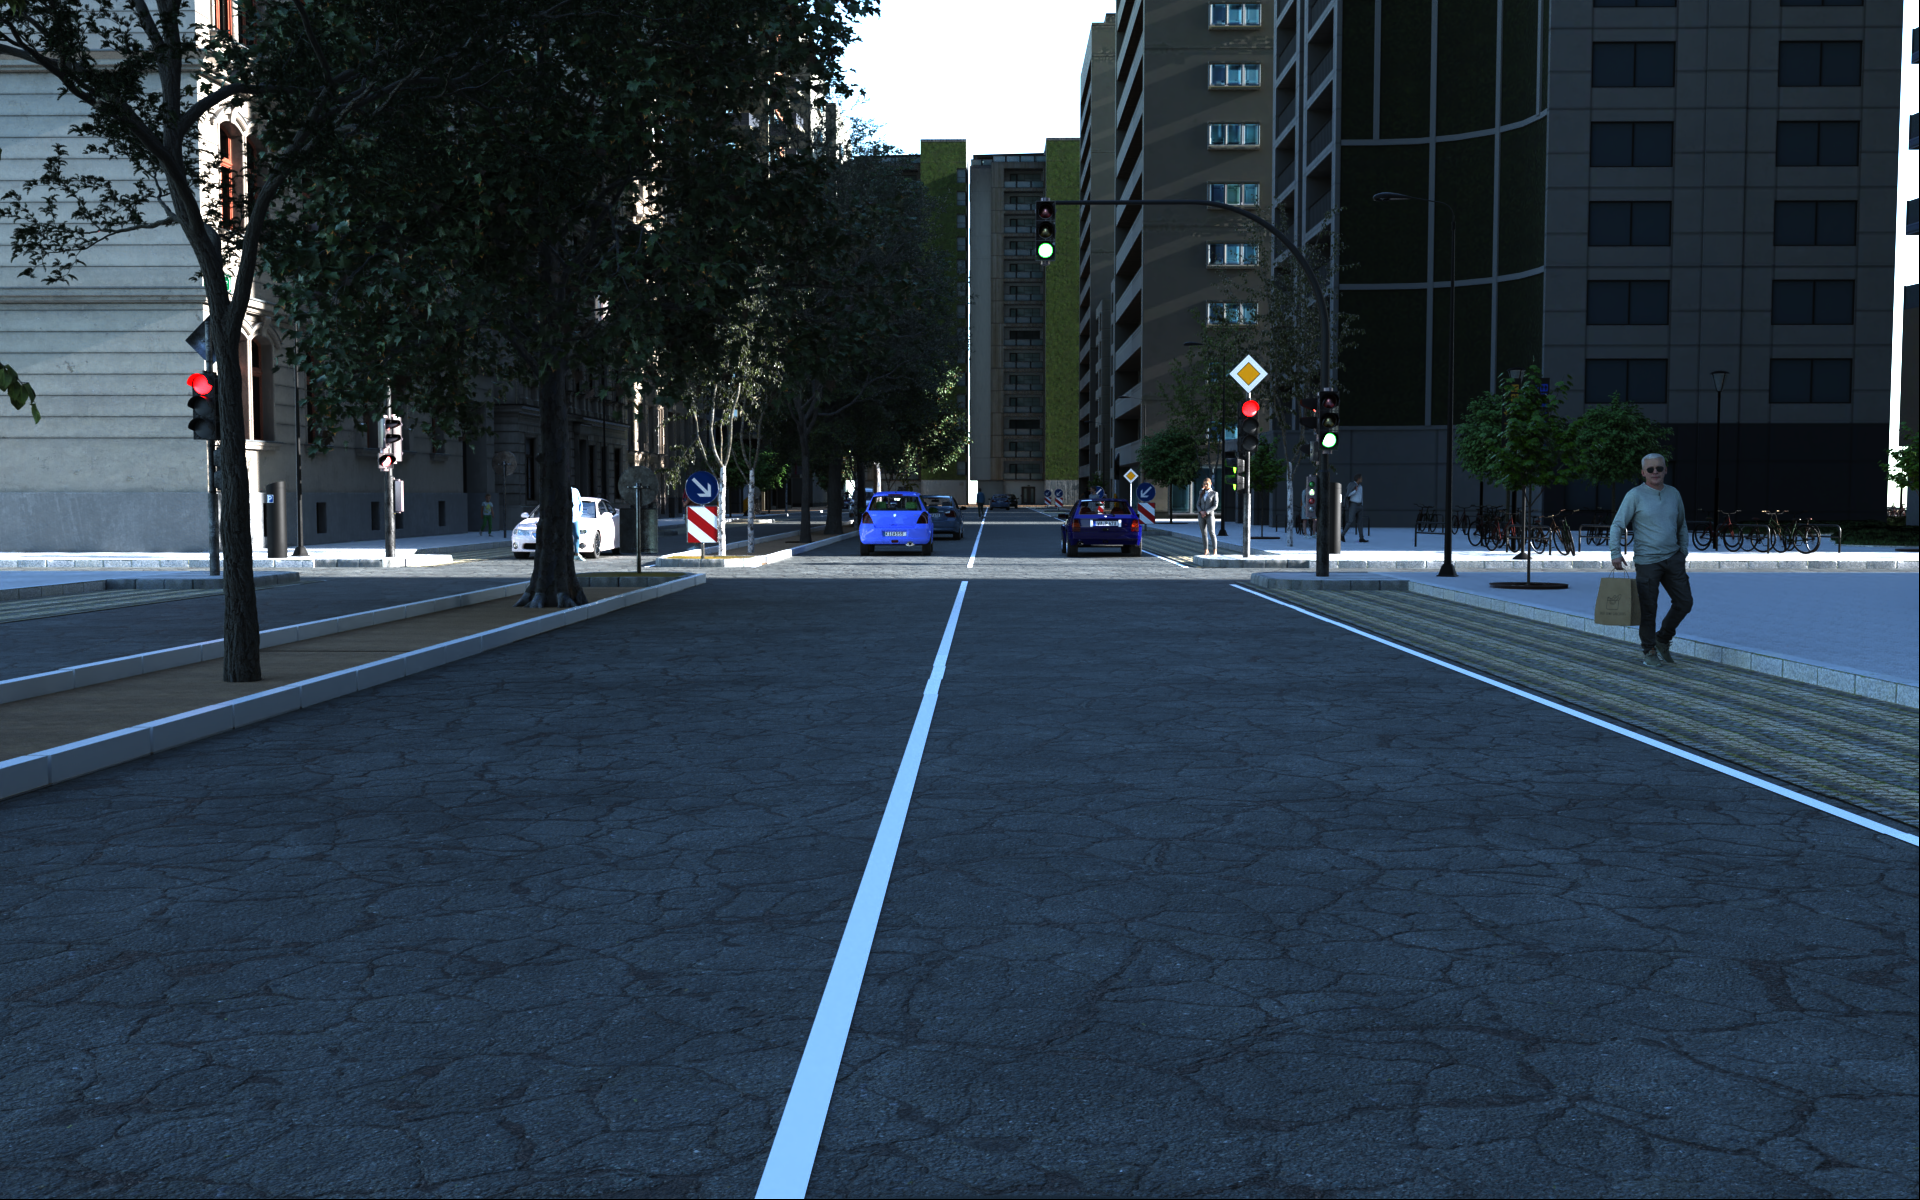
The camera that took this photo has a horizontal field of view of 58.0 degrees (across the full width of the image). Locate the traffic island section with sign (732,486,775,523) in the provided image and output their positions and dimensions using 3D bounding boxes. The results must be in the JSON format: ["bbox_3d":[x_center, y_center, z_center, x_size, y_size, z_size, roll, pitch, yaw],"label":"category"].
[{"bbox_3d":[-10.358,-4.808,87.243,1.989,1.847,2.006,0,4,1],"label":"traffic island section with sign"}]

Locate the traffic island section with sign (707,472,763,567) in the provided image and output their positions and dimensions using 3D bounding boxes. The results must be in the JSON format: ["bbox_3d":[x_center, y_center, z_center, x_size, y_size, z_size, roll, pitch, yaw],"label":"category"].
[{"bbox_3d":[-5.077,-1.634,34.854,2.006,1.907,1.989,0,4,1],"label":"traffic island section with sign"}]

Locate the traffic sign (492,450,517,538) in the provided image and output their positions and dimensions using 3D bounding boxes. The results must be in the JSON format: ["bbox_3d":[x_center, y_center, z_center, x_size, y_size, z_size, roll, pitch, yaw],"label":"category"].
[{"bbox_3d":[-13.316,-3.089,50.618,0.768,2.556,0.104,0,4,5],"label":"traffic sign"}]

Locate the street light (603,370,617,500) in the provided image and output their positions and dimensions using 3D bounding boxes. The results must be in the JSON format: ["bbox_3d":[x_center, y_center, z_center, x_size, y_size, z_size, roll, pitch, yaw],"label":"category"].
[{"bbox_3d":[-12.554,-5.579,63.766,1.470,5.913,1.316,0,4,1],"label":"street light"}]

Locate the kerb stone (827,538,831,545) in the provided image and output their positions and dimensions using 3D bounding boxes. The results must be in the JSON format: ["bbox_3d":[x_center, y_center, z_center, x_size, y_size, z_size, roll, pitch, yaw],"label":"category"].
[{"bbox_3d":[-3.786,-1.611,48.529,0.120,0.150,1.000,0,4,1],"label":"kerb stone"}]

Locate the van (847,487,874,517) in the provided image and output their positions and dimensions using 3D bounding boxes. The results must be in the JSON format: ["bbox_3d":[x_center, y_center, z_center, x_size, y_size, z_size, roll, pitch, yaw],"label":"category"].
[{"bbox_3d":[-5.976,-6.179,108.044,2.013,2.044,4.112,0,4,2],"label":"van"}]

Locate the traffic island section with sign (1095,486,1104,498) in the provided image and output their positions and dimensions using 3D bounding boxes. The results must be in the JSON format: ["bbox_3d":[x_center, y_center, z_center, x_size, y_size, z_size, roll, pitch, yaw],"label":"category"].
[{"bbox_3d":[6.761,-4.794,87.011,1.989,1.847,2.006,0,4,1],"label":"traffic island section with sign"}]

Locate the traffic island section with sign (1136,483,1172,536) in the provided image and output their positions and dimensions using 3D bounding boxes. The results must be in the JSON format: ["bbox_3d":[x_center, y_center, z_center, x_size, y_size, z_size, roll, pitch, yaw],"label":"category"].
[{"bbox_3d":[6.273,-3.146,60.060,1.989,1.847,2.006,0,4,1],"label":"traffic island section with sign"}]

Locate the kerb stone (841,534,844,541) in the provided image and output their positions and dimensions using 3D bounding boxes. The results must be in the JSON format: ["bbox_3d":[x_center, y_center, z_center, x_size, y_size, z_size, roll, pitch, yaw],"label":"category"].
[{"bbox_3d":[-3.714,-1.861,52.635,0.120,0.150,1.000,0,4,1],"label":"kerb stone"}]

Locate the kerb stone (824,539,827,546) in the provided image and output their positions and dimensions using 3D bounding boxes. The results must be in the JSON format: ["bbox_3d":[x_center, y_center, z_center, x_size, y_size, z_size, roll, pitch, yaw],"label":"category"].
[{"bbox_3d":[-3.811,-1.548,47.498,0.120,0.150,1.000,0,4,1],"label":"kerb stone"}]

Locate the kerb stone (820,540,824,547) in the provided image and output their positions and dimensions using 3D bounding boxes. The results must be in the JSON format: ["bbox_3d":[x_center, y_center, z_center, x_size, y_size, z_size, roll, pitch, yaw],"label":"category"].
[{"bbox_3d":[-3.835,-1.485,46.476,0.120,0.150,1.000,0,4,1],"label":"kerb stone"}]

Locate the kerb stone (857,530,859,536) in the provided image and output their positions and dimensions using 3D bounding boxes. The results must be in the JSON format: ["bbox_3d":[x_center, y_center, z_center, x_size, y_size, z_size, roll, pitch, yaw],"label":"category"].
[{"bbox_3d":[-3.609,-2.236,58.794,0.120,0.150,1.000,0,4,1],"label":"kerb stone"}]

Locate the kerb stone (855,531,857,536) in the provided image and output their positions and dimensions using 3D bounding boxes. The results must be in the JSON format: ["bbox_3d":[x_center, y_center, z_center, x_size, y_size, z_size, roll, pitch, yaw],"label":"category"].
[{"bbox_3d":[-3.628,-2.173,57.765,0.120,0.150,1.000,0,4,1],"label":"kerb stone"}]

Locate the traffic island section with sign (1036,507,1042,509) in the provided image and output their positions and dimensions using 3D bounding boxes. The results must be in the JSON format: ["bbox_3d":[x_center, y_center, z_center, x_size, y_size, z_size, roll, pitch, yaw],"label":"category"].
[{"bbox_3d":[8.157,-9.484,163.684,1.989,1.847,2.006,0,4,1],"label":"traffic island section with sign"}]

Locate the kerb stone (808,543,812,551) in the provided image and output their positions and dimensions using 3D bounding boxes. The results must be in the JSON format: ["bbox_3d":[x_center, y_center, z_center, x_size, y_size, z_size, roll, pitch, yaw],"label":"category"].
[{"bbox_3d":[-3.883,-1.297,43.399,0.120,0.150,1.000,0,4,1],"label":"kerb stone"}]

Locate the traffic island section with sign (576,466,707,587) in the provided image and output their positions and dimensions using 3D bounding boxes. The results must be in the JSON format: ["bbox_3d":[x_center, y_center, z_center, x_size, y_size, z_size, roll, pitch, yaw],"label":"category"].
[{"bbox_3d":[-5.222,-1.181,27.449,2.006,1.907,1.989,0,4,1],"label":"traffic island section with sign"}]

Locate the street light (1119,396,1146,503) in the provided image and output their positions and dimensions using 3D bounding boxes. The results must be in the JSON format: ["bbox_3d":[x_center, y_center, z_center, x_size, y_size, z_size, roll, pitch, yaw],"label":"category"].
[{"bbox_3d":[8.196,-6.693,81.979,1.470,5.913,1.316,0,4,1],"label":"street light"}]

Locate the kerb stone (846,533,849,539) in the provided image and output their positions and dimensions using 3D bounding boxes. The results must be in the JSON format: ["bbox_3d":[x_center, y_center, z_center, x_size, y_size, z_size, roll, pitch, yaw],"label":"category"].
[{"bbox_3d":[-3.680,-1.987,54.687,0.120,0.150,1.000,0,4,1],"label":"kerb stone"}]

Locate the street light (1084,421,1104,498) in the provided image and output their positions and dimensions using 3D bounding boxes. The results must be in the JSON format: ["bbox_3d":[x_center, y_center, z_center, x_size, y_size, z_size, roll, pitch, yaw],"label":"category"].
[{"bbox_3d":[8.591,-8.407,109.990,1.470,5.913,1.316,0,4,1],"label":"street light"}]

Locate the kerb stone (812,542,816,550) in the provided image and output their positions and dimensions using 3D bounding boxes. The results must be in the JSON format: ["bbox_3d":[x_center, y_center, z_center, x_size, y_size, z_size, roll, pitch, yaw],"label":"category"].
[{"bbox_3d":[-3.867,-1.359,44.421,0.120,0.150,1.000,0,4,1],"label":"kerb stone"}]

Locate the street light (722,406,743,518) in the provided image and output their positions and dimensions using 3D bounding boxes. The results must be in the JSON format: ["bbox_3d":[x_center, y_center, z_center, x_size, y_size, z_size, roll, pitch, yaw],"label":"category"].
[{"bbox_3d":[-12.011,-7.293,91.774,1.470,5.913,1.316,0,4,1],"label":"street light"}]

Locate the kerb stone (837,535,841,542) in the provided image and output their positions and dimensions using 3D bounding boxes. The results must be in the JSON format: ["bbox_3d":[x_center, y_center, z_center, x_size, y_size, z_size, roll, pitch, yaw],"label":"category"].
[{"bbox_3d":[-3.740,-1.799,51.607,0.120,0.150,1.000,0,4,1],"label":"kerb stone"}]

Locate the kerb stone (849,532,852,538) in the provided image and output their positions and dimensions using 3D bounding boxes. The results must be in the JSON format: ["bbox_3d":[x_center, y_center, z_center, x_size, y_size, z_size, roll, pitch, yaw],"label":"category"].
[{"bbox_3d":[-3.656,-2.049,55.709,0.120,0.150,1.000,0,4,1],"label":"kerb stone"}]

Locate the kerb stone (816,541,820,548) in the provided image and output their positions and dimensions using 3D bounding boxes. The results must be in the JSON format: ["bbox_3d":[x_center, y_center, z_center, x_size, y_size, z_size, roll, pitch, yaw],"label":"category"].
[{"bbox_3d":[-3.855,-1.423,45.454,0.120,0.150,1.000,0,4,1],"label":"kerb stone"}]

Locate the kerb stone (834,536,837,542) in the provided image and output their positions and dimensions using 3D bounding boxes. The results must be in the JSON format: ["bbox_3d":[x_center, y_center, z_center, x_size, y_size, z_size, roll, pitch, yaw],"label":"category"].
[{"bbox_3d":[-3.764,-1.736,50.576,0.120,0.150,1.000,0,4,1],"label":"kerb stone"}]

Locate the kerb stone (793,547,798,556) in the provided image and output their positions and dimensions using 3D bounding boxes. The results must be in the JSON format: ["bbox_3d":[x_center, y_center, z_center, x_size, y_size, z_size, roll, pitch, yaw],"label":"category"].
[{"bbox_3d":[-3.943,-1.109,40.321,0.120,0.150,1.000,0,4,1],"label":"kerb stone"}]

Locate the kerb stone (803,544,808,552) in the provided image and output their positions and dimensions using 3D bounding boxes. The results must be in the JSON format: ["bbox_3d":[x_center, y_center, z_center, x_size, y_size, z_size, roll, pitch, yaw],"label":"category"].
[{"bbox_3d":[-3.904,-1.234,42.377,0.120,0.150,1.000,0,4,1],"label":"kerb stone"}]

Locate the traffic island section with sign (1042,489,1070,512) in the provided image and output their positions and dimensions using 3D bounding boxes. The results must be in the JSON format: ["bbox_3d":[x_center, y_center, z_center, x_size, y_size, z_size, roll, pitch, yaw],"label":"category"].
[{"bbox_3d":[7.665,-7.835,136.734,1.989,1.847,2.006,0,4,1],"label":"traffic island section with sign"}]

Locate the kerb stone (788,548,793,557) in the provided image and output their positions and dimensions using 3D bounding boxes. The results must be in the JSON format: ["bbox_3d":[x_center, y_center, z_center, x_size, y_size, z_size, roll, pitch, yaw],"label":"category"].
[{"bbox_3d":[-3.966,-1.046,39.296,0.120,0.150,1.000,0,4,1],"label":"kerb stone"}]

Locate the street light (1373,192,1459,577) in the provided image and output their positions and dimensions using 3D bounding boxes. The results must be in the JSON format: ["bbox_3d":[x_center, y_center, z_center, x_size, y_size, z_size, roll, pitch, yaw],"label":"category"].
[{"bbox_3d":[7.058,-3.321,26.832,1.470,5.913,1.316,0,4,1],"label":"street light"}]

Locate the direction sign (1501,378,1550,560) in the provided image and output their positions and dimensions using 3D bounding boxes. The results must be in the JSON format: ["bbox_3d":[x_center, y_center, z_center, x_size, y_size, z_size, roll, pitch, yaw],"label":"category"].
[{"bbox_3d":[11.046,-2.563,33.897,0.876,3.537,0.379,1,4,16],"label":"direction sign"}]

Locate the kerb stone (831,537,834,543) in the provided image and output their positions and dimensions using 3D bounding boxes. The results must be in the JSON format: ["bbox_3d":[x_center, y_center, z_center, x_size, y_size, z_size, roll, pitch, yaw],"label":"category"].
[{"bbox_3d":[-3.770,-1.673,49.551,0.120,0.150,1.000,0,4,1],"label":"kerb stone"}]

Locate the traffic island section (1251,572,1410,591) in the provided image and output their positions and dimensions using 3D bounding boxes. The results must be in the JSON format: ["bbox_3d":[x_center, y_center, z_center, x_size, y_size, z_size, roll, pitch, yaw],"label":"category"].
[{"bbox_3d":[5.663,-0.289,27.012,2.009,0.180,2.903,0,4,1],"label":"traffic island section"}]

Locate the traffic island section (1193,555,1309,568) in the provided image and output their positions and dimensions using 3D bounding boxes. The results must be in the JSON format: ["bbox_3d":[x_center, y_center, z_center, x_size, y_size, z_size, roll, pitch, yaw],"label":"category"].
[{"bbox_3d":[5.809,-0.778,34.996,2.009,0.180,2.903,0,4,1],"label":"traffic island section"}]

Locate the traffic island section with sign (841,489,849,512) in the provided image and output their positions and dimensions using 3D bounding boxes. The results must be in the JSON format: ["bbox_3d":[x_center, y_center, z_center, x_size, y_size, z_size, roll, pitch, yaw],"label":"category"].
[{"bbox_3d":[-9.449,-7.862,137.169,1.989,1.847,2.006,0,4,1],"label":"traffic island section with sign"}]

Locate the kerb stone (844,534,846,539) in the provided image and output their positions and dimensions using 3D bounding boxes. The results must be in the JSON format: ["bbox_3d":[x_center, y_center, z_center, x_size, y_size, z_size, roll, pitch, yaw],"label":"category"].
[{"bbox_3d":[-3.708,-1.924,53.657,0.120,0.150,1.000,0,4,1],"label":"kerb stone"}]

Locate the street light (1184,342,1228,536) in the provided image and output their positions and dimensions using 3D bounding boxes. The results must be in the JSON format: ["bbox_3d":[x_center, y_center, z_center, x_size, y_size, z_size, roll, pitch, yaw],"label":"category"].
[{"bbox_3d":[7.516,-4.919,52.962,1.470,5.913,1.316,0,4,1],"label":"street light"}]

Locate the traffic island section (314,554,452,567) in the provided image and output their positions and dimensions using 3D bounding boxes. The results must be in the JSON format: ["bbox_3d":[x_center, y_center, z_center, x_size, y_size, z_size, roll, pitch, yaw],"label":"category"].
[{"bbox_3d":[-11.629,-0.797,35.318,2.009,0.180,2.903,0,4,1],"label":"traffic island section"}]

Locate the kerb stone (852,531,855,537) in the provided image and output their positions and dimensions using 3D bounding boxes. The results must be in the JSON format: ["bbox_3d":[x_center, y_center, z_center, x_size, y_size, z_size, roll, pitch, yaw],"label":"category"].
[{"bbox_3d":[-3.637,-2.108,56.731,0.120,0.150,1.000,0,4,1],"label":"kerb stone"}]

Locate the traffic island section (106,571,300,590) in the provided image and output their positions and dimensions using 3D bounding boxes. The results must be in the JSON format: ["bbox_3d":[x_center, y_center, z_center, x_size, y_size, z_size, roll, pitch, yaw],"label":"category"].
[{"bbox_3d":[-11.775,-0.309,27.334,2.009,0.180,2.903,0,4,1],"label":"traffic island section"}]

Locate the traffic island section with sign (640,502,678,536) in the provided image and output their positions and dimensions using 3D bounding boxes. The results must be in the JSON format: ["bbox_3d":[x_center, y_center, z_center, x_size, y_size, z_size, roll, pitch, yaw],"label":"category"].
[{"bbox_3d":[-10.847,-3.137,59.915,1.989,1.847,2.006,0,4,1],"label":"traffic island section with sign"}]

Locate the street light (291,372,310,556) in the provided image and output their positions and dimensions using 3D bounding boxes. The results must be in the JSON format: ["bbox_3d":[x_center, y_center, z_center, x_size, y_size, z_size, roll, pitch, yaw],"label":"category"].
[{"bbox_3d":[-13.104,-3.860,35.646,1.470,5.913,1.316,0,4,1],"label":"street light"}]

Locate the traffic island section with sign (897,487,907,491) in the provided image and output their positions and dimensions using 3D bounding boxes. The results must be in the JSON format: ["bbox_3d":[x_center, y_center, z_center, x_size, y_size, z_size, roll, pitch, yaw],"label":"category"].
[{"bbox_3d":[-3.716,-6.229,109.981,2.006,1.907,1.989,0,4,1],"label":"traffic island section with sign"}]

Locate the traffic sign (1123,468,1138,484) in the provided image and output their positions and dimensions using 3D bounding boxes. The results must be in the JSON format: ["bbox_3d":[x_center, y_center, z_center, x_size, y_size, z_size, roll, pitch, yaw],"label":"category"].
[{"bbox_3d":[8.651,-5.370,87.531,0.795,2.593,0.064,0,4,7],"label":"traffic sign"}]

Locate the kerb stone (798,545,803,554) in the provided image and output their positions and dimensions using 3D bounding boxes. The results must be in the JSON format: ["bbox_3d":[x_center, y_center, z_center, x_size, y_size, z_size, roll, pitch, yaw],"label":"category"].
[{"bbox_3d":[-3.928,-1.172,41.355,0.120,0.150,1.000,0,4,1],"label":"kerb stone"}]
